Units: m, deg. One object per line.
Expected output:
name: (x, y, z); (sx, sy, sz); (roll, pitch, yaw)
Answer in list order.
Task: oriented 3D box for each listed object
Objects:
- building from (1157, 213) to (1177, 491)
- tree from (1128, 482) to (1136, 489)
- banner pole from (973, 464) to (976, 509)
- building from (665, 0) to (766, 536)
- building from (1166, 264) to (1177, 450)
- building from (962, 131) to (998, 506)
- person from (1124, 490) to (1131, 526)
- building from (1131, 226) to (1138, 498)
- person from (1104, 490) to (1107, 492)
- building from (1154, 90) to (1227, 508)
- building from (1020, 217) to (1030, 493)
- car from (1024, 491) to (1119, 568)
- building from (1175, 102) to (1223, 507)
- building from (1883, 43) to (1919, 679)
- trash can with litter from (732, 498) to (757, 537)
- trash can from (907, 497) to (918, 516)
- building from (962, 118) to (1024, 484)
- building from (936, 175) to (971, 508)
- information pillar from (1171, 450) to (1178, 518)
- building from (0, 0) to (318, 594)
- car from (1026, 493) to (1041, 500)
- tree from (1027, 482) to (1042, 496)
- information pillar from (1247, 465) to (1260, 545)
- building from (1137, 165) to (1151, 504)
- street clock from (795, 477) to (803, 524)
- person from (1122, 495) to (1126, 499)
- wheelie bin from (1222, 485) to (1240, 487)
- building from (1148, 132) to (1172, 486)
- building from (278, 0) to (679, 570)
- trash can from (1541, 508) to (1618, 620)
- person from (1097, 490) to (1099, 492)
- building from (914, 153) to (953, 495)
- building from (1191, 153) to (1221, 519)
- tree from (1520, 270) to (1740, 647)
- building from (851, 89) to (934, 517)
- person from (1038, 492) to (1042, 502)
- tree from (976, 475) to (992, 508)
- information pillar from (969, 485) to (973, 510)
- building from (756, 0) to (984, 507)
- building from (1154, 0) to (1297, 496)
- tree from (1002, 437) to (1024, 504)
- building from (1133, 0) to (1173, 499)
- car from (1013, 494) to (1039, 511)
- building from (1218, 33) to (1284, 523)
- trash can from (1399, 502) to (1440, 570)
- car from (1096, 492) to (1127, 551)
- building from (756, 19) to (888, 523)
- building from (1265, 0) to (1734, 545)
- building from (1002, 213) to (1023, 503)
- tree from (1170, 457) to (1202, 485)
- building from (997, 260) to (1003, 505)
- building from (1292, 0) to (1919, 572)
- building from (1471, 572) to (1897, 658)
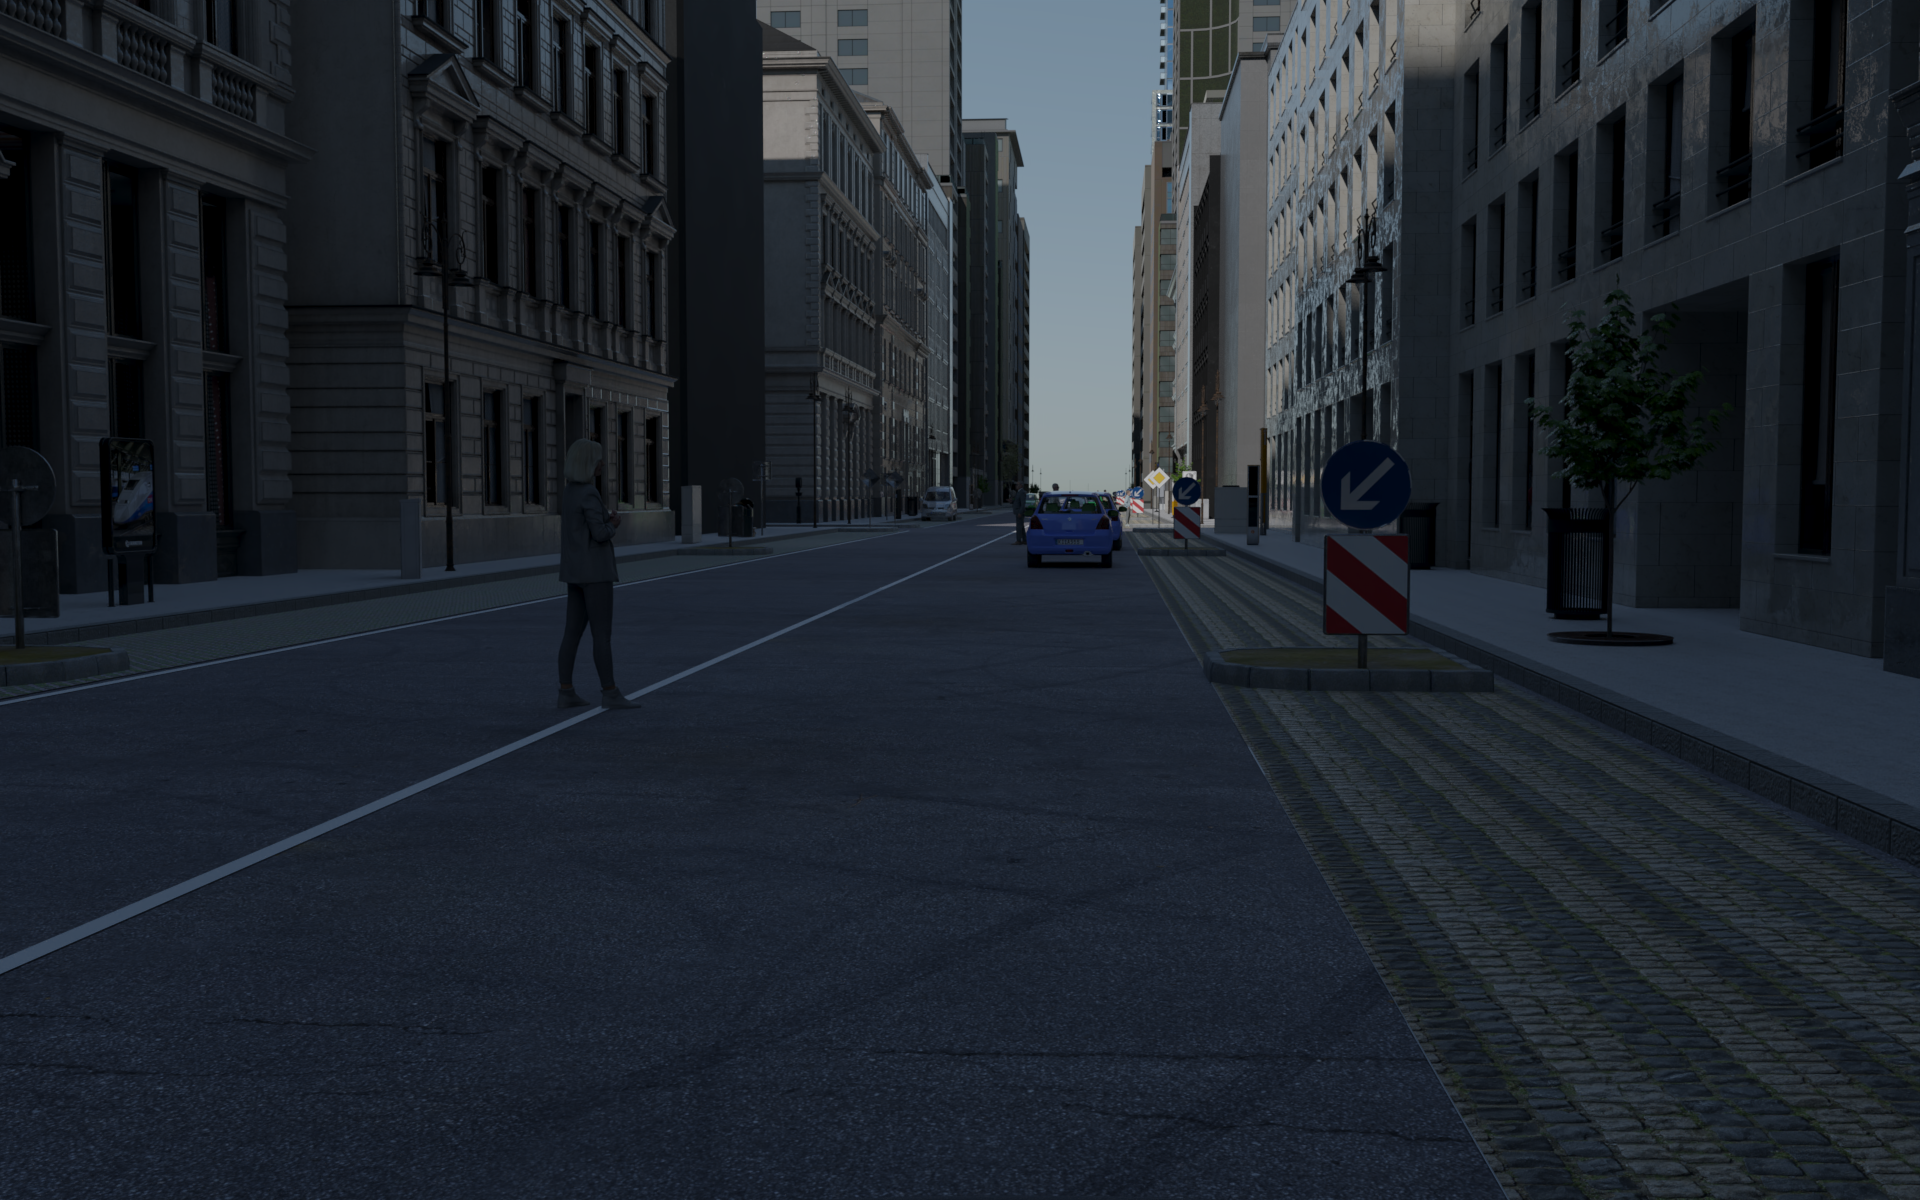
building: (27.495, -24.946, 179.576); (14.160, 30.474, 14.107); (0, 4, 5)
tree: (24.706, -15.529, 248.493); (1.663, 3.219, 1.824); (0, 3, 0)
banner pole: (1.194, -9.441, 144.382); (0.401, 3.779, 0.863); (1, 4, 21)
building: (-15.723, -14.047, 59.340); (15.834, 23.373, 12.332); (0, 4, 5)
building: (22.380, -18.337, 135.973); (11.583, 22.565, 21.152); (0, 4, 5)
building: (-3.211, -31.016, 190.707); (14.154, 41.232, 14.086); (0, 4, 5)
person: (7.481, -4.088, 77.148); (0.330, 1.601, 0.589); (2, 4, 24)
building: (40.074, -40.982, 293.749); (21.300, 48.544, 21.600); (0, 4, 5)
person: (12.810, -8.814, 152.606); (0.705, 1.824, 1.348); (-1, 4, -16)
building: (34.253, -28.568, 158.971); (32.217, 40.220, 23.993); (0, 4, 5)
building: (0.416, -40.541, 286.548); (21.300, 48.544, 21.600); (0, 4, 5)
car: (2.239, -1.554, 34.997); (1.945, 1.707, 3.694); (0, 4, 4)
building: (20.750, -18.132, 114.483); (12.078, 24.808, 19.932); (0, 4, 5)
building: (10.640, -9.390, 2.678); (9.793, 20.994, 18.267); (0, 4, 5)
trash can with litter: (-6.408, -2.457, 51.554); (0.624, 1.170, 1.055); (0, 4, 4)
trash can: (-2.772, -5.465, 101.002); (0.748, 1.137, 0.748); (0, 3, 0)
building: (-5.751, -40.272, 247.683); (28.713, 52.752, 27.495); (0, 4, 5)
building: (-6.579, -23.538, 156.552); (14.160, 30.474, 14.107); (0, 4, 5)
information pillar: (11.497, -6.194, 92.624); (0.183, 3.616, 0.504); (3, 4, 36)
building: (-16.319, -11.611, 18.713); (11.050, 23.489, 19.941); (0, 4, 5)
car: (5.471, -7.964, 139.259); (2.155, 1.783, 4.494); (0, 4, 3)
tree: (12.126, -17.388, 278.890); (1.663, 3.219, 1.824); (0, 3, 0)
information pillar: (7.376, -2.388, 43.542); (0.304, 2.012, 0.304); (1, 4, 12)
building: (36.080, -37.768, 241.205); (21.300, 48.544, 21.600); (0, 4, 5)
street clock: (-6.977, -4.304, 74.948); (0.358, 2.002, 0.471); (0, 4, 4)
person: (16.197, -9.751, 168.641); (0.721, 1.743, 1.217); (-2, 4, -33)
wheelie bin: (9.680, -3.292, 61.729); (0.980, 1.594, 0.693); (-1, 4, -12)
building: (30.670, -34.506, 214.284); (14.600, 45.320, 14.200); (0, 4, 5)
building: (-13.240, -10.618, 38.237); (10.561, 19.102, 19.286); (0, 4, 5)
trash can: (6.357, -0.377, 17.812); (0.748, 1.137, 0.748); (0, 3, 0)
person: (14.891, -10.966, 187.654); (0.709, 1.838, 0.599); (2, 4, 23)
building: (-7.420, -19.130, 130.794); (12.078, 24.808, 19.932); (0, 4, 5)
building: (19.521, -16.296, 96.123); (12.332, 23.373, 15.834); (0, 4, 5)
tree: (5.529, -1.243, 14.920); (1.663, 3.219, 1.824); (0, 3, 0)
building: (-8.968, -18.988, 107.713); (12.463, 27.353, 25.104); (0, 4, 5)
person: (11.683, -14.835, 251.856); (0.445, 1.727, 0.742); (3, 4, 37)
tree: (1.877, -9.958, 157.411); (1.663, 3.219, 1.824); (0, 3, 0)
information pillar: (0.904, -8.218, 138.854); (0.304, 2.012, 0.304); (-1, 4, -11)
building: (-8.127, -44.928, 172.821); (20.563, 71.187, 20.611); (0, 4, 5)
building: (32.344, -46.310, 195.424); (20.563, 71.187, 20.611); (0, 4, 5)
tree: (6.226, -16.379, 218.161); (4.360, 8.622, 3.978); (0, 3, 0)
building: (38.316, -58.320, 266.201); (22.319, 86.520, 31.000); (0, 4, 5)
car: (5.183, -7.689, 134.506); (1.959, 1.807, 4.718); (0, 4, 7)
building: (27.351, -15.896, 78.969); (30.058, 24.678, 14.314); (0, 4, 5)
trash can: (7.788, -1.091, 29.488); (0.748, 1.137, 0.748); (0, 3, 0)
car: (3.387, -2.179, 45.213); (1.945, 1.707, 3.694); (0, 4, 6)
building: (-10.252, -15.688, 85.379); (11.050, 23.489, 19.941); (0, 4, 5)
building: (15.672, -12.209, 54.368); (10.420, 20.320, 16.860); (0, 4, 5)
building: (2.478, -37.822, 268.500); (14.600, 45.320, 14.200); (0, 4, 5)
tree: (11.700, -5.819, 89.745); (1.663, 3.219, 1.824); (0, 3, 0)
building: (-2.294, -26.561, 205.977); (14.160, 30.474, 14.107); (0, 4, 5)
building: (13.503, -11.187, 37.660); (10.420, 20.320, 16.860); (0, 4, 5)
building: (12.967, -10.157, 20.819); (10.420, 20.320, 16.860); (0, 4, 5)
